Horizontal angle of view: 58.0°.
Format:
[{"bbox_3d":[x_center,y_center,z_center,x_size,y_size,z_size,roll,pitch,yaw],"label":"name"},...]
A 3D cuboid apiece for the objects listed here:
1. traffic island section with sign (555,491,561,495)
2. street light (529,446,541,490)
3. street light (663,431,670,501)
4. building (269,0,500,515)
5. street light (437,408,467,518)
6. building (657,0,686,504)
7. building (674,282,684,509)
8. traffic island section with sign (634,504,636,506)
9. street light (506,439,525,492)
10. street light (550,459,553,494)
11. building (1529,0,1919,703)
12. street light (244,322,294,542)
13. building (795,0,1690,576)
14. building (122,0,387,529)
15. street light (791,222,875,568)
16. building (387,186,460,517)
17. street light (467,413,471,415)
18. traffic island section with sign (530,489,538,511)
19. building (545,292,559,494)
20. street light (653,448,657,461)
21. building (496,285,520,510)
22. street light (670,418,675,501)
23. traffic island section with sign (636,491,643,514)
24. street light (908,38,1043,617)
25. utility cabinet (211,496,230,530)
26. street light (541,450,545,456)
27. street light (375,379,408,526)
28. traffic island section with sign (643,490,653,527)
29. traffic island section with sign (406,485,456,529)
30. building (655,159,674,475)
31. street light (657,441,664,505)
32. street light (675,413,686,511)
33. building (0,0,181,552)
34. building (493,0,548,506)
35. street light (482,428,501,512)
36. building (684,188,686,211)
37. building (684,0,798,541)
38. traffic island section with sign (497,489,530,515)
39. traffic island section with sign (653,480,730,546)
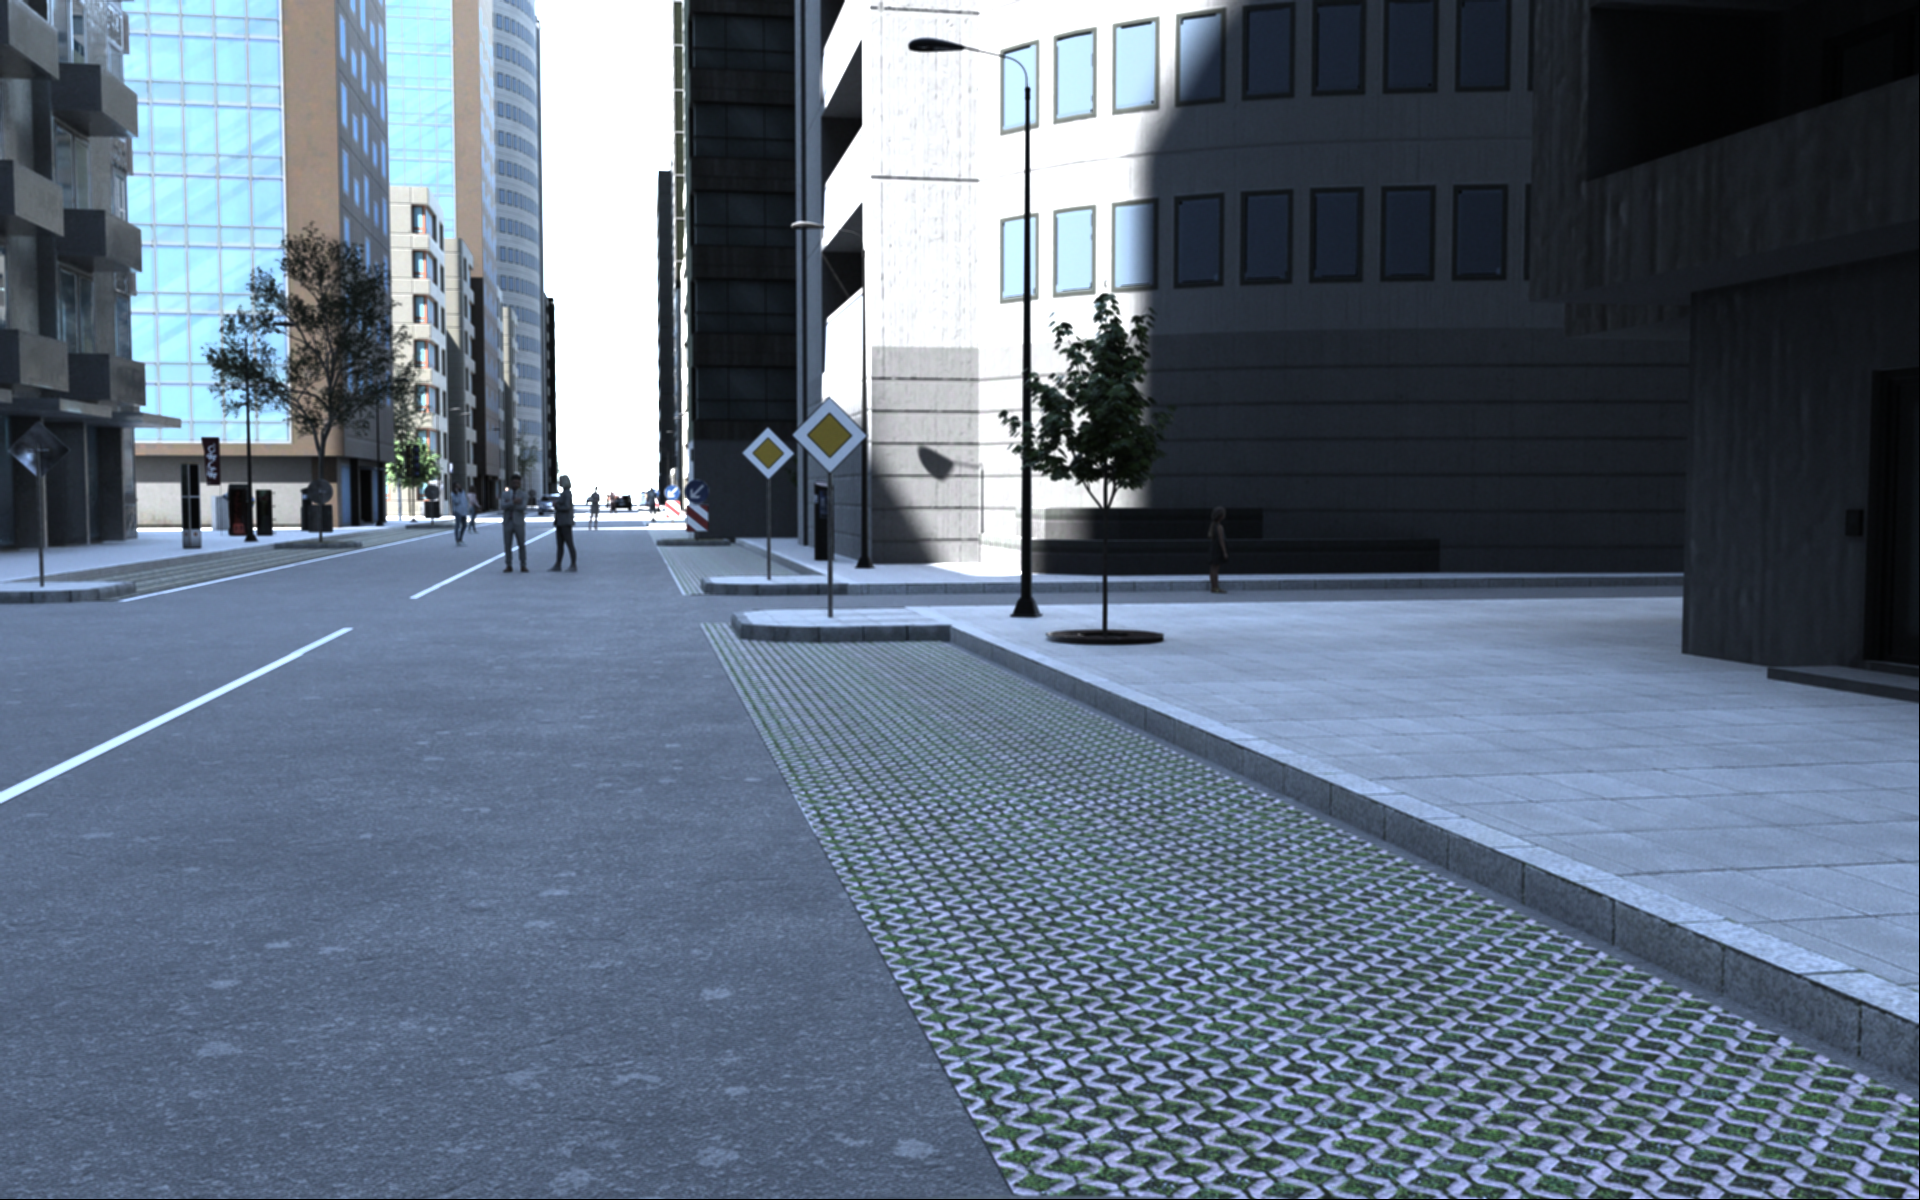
[{"bbox_3d":[-47.130,-11.910,203.352,1.989,1.847,2.006,-1,4,-11],"label":"traffic island section with sign"},{"bbox_3d":[-41.998,-12.016,168.995,1.470,5.913,1.316,-1,4,-11],"label":"street light"},{"bbox_3d":[-20.975,-9.520,128.186,1.470,5.913,1.316,-1,4,-11],"label":"street light"},{"bbox_3d":[-42.907,-29.454,131.680,14.600,45.320,14.200,-1,4,-11],"label":"building"},{"bbox_3d":[-27.680,-7.412,93.724,1.470,5.913,1.316,-1,4,-11],"label":"street light"},{"bbox_3d":[-29.181,-48.151,225.514,20.563,71.187,20.611,-1,4,-11],"label":"building"},{"bbox_3d":[-9.092,-18.203,142.666,27.650,21.520,28.899,-1,4,-11],"label":"building"},{"bbox_3d":[-27.060,-8.683,150.588,1.989,1.847,2.006,-1,4,-11],"label":"traffic island section with sign"},{"bbox_3d":[-37.487,-10.575,145.440,1.470,5.913,1.316,-1,4,-11],"label":"street light"},{"bbox_3d":[-48.575,-14.110,203.233,1.470,5.913,1.316,-1,4,-11],"label":"street light"},{"bbox_3d":[11.583,-14.643,11.113,14.160,30.474,14.107,-1,4,-11],"label":"building"},{"bbox_3d":[-18.634,-4.538,46.741,1.470,5.913,1.316,-1,4,-11],"label":"street light"},{"bbox_3d":[11.289,-30.271,36.937,28.212,58.520,21.231,-1,4,-11],"label":"building"},{"bbox_3d":[-31.128,-25.634,69.226,14.600,45.320,14.200,-1,4,-11],"label":"building"},{"bbox_3d":[-2.184,-3.502,29.795,1.470,5.913,1.316,-1,4,-11],"label":"street light"},{"bbox_3d":[-46.155,-16.162,109.295,27.650,21.520,28.899,-1,4,-11],"label":"building"},{"bbox_3d":[-28.681,-7.745,99.172,1.470,5.913,1.316,-1,4,-11],"label":"street light"},{"bbox_3d":[-36.667,-8.571,148.764,1.989,1.847,2.006,-1,4,-11],"label":"traffic island section with sign"},{"bbox_3d":[-64.000,-28.821,242.923,14.160,30.474,14.107,-1,4,-11],"label":"building"},{"bbox_3d":[-31.877,-13.026,185.517,1.470,5.913,1.316,-1,4,-11],"label":"street light"},{"bbox_3d":[-53.929,-18.787,152.201,27.650,21.520,28.899,-1,4,-11],"label":"building"},{"bbox_3d":[-16.611,-8.100,104.976,1.470,5.913,1.316,-1,4,-11],"label":"street light"},{"bbox_3d":[-21.995,-7.062,124.097,1.989,1.847,2.006,-1,4,-11],"label":"traffic island section with sign"},{"bbox_3d":[0.164,-2.775,17.908,1.470,5.913,1.316,-1,4,-11],"label":"street light"},{"bbox_3d":[-26.163,-3.093,61.735,0.306,1.237,1.020,2,4,27],"label":"utility cabinet"},{"bbox_3d":[-44.188,-12.711,180.360,1.470,5.913,1.316,-1,4,-11],"label":"street light"},{"bbox_3d":[-22.827,-5.939,69.651,1.470,5.913,1.316,-1,4,-11],"label":"street light"},{"bbox_3d":[-12.531,-4.045,74.758,1.989,1.847,2.006,-1,4,-11],"label":"traffic island section with sign"},{"bbox_3d":[-22.023,-3.898,72.358,1.989,1.847,2.006,-1,4,-11],"label":"traffic island section with sign"},{"bbox_3d":[-32.336,-38.151,247.477,21.300,48.544,21.600,-1,4,-11],"label":"building"},{"bbox_3d":[-25.533,-10.958,151.708,1.470,5.913,1.316,-1,4,-11],"label":"street light"},{"bbox_3d":[-15.502,-7.788,99.876,1.470,5.913,1.316,-1,4,-11],"label":"street light"},{"bbox_3d":[-30.776,-25.359,34.236,23.786,49.044,30.456,-1,4,-11],"label":"building"},{"bbox_3d":[-57.122,-39.656,190.374,21.231,58.520,28.212,-1,4,-11],"label":"building"},{"bbox_3d":[-33.174,-9.175,122.553,1.470,5.913,1.316,-1,4,-11],"label":"street light"},{"bbox_3d":[0.407,-14.885,88.409,27.650,21.520,28.899,-1,4,-11],"label":"building"},{"bbox_3d":[-2.147,-17.490,57.666,14.160,30.474,14.107,-1,4,-11],"label":"building"},{"bbox_3d":[-31.547,-6.938,122.070,1.989,1.847,2.006,-1,4,-11],"label":"traffic island section with sign"},{"bbox_3d":[-7.464,-2.425,48.281,1.989,1.847,2.006,-1,4,-11],"label":"traffic island section with sign"}]
